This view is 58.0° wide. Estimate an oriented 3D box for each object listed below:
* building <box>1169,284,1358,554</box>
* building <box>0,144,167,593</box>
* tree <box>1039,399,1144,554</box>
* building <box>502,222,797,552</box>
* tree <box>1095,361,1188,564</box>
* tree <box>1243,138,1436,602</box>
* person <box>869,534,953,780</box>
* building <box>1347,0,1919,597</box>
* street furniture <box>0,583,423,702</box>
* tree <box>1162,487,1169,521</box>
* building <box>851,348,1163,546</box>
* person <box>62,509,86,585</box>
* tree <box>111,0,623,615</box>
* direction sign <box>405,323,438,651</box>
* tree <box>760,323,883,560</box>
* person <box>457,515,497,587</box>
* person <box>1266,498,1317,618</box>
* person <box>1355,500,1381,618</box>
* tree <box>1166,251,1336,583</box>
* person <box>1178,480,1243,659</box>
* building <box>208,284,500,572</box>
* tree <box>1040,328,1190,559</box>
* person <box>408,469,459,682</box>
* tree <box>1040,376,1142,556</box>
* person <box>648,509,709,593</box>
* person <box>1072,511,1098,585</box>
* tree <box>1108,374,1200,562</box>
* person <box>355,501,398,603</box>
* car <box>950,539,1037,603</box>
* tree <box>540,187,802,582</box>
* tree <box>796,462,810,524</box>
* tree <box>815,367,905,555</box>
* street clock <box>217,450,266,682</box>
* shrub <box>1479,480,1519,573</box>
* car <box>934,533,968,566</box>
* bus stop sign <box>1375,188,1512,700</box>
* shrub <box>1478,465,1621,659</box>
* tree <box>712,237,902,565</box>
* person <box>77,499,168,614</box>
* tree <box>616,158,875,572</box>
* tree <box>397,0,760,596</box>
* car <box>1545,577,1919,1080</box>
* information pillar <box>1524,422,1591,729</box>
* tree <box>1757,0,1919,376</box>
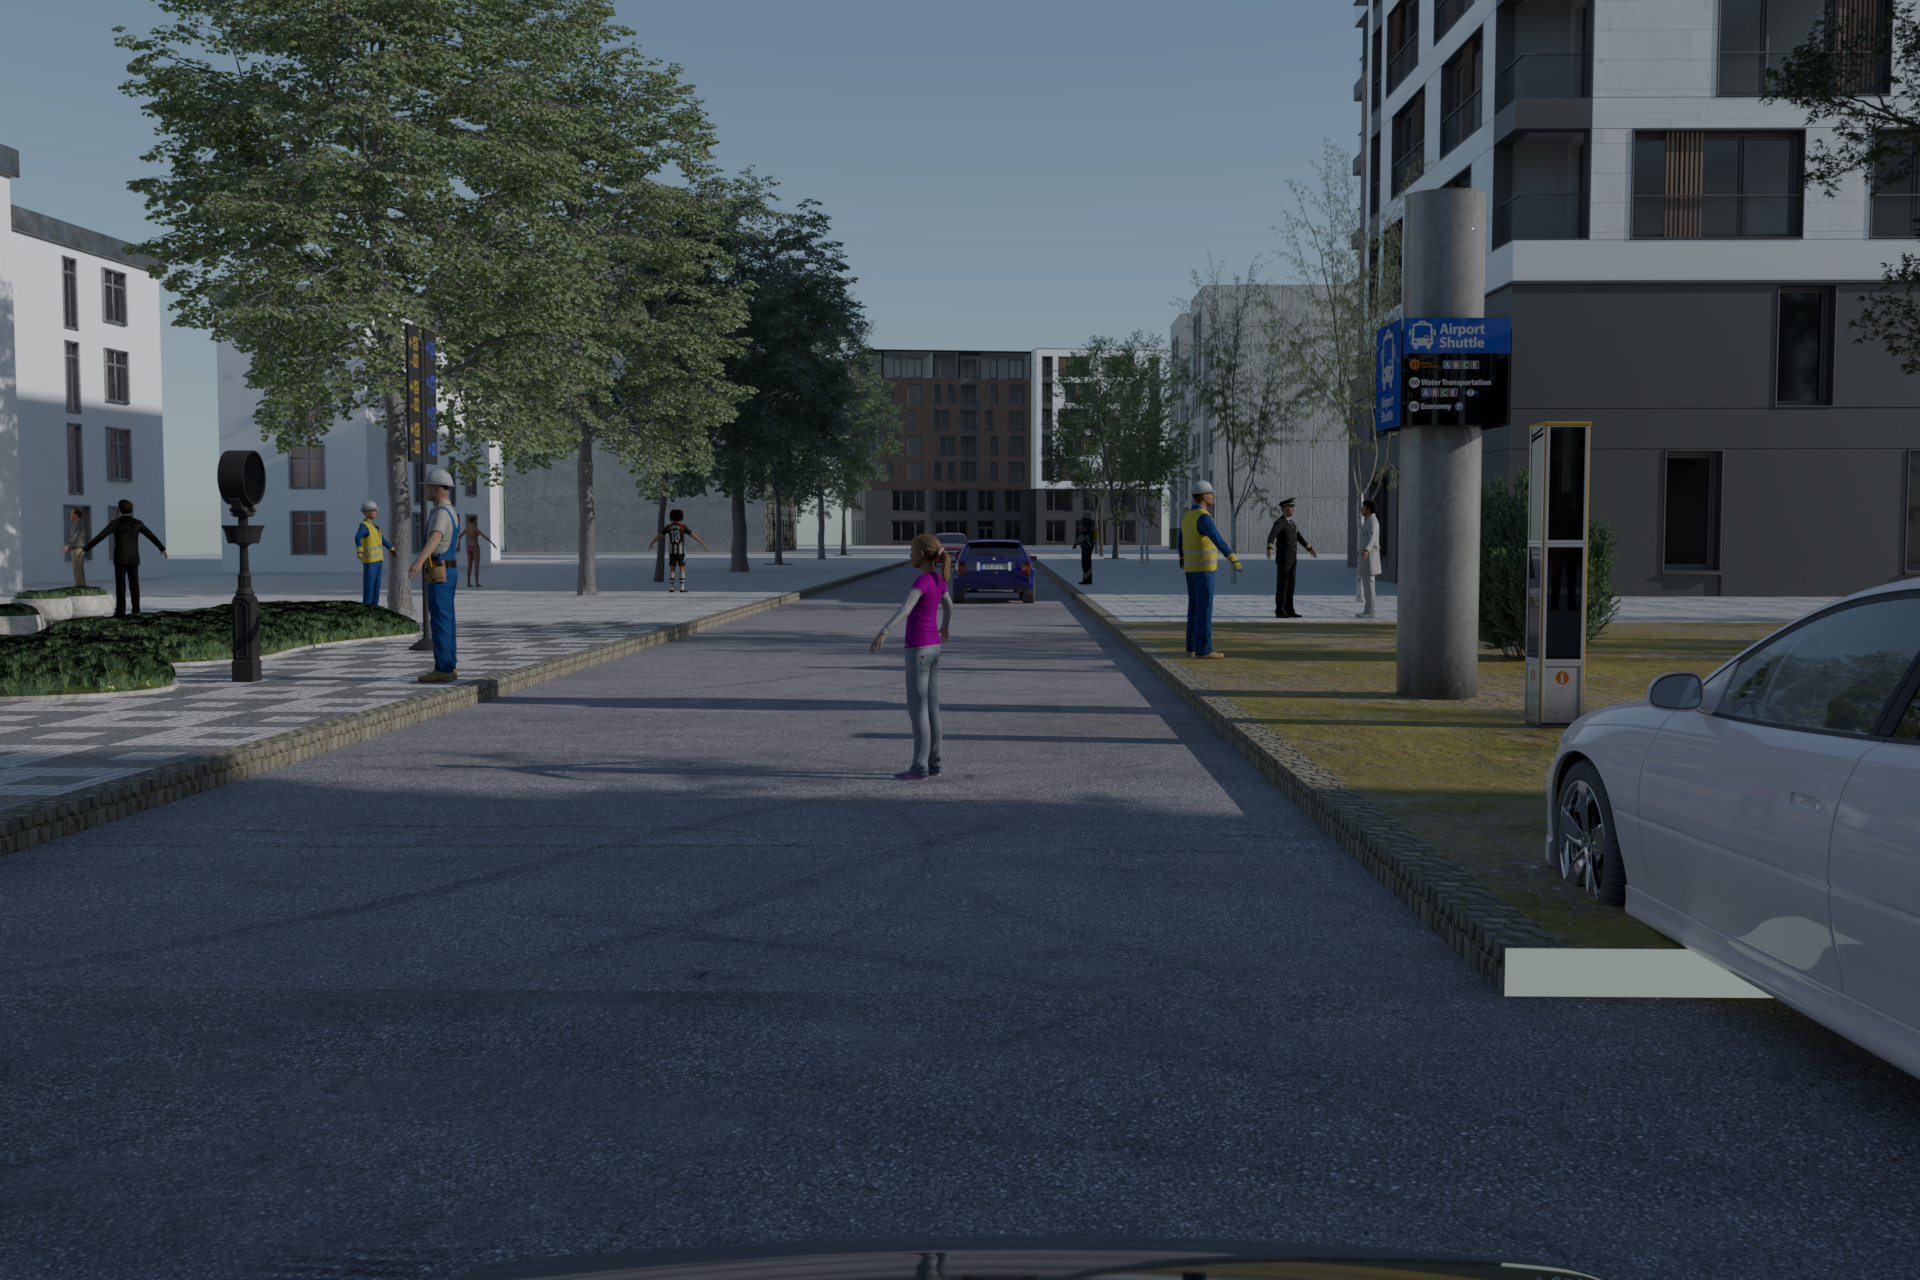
[{"bbox_3d":[25.847,-16.203,131.383,16.747,18.905,31.486,0,4,1],"label":"building"},{"bbox_3d":[-25.098,-5.873,38.171,9.099,9.664,28.070,0,4,2],"label":"building"},{"bbox_3d":[8.841,-10.758,110.302,8.767,10.594,7.601,1,4,15],"label":"tree"},{"bbox_3d":[-22.577,-18.281,129.823,19.493,23.208,18.063,0,4,1],"label":"building"},{"bbox_3d":[7.801,-7.582,74.335,4.737,8.622,4.395,0,3,0],"label":"tree"},{"bbox_3d":[7.674,-5.025,32.518,4.360,8.622,3.978,0,3,0],"label":"tree"},{"bbox_3d":[-0.269,0.094,10.191,0.599,1.433,0.991,2,4,24],"label":"person"},{"bbox_3d":[25.393,-12.650,50.810,27.936,21.610,32.646,0,4,1],"label":"building"},{"bbox_3d":[-9.211,-0.152,18.114,5.734,0.657,10.072,0,4,1],"label":"street furniture"},{"bbox_3d":[25.381,-15.398,202.118,4.737,8.622,4.395,0,3,0],"label":"tree"},{"bbox_3d":[4.332,-21.766,202.311,32.646,21.610,27.936,0,4,-7],"label":"building"},{"bbox_3d":[-18.101,-1.787,35.481,0.705,1.796,1.348,-1,4,-14],"label":"person"},{"bbox_3d":[-9.275,-6.657,26.963,7.486,12.596,7.792,0,3,0],"label":"tree"},{"bbox_3d":[-5.922,-1.659,19.118,0.379,3.537,0.876,0,4,2],"label":"direction sign"},{"bbox_3d":[-7.219,-10.317,86.805,7.486,12.596,7.792,0,3,0],"label":"tree"},{"bbox_3d":[-11.775,-2.157,42.066,1.217,1.733,0.721,1,4,23],"label":"person"},{"bbox_3d":[5.017,-1.257,26.480,0.705,1.837,1.347,3,5,42],"label":"person"},{"bbox_3d":[6.232,-1.245,26.535,0.705,1.806,1.347,1,4,10],"label":"person"},{"bbox_3d":[7.057,-5.831,45.692,4.360,8.622,3.978,0,3,0],"label":"tree"},{"bbox_3d":[2.519,-0.730,17.900,0.705,1.833,1.349,-1,4,-17],"label":"person"},{"bbox_3d":[-24.031,-7.967,72.404,9.099,9.664,28.070,0,4,2],"label":"building"},{"bbox_3d":[7.966,-9.959,88.584,9.928,11.665,9.643,0,3,0],"label":"tree"},{"bbox_3d":[-4.564,-0.567,15.132,0.705,1.847,1.347,0,4,-6],"label":"person"},{"bbox_3d":[7.919,-10.137,100.150,7.601,10.594,8.767,-2,4,-31],"label":"tree"},{"bbox_3d":[-6.187,-1.944,37.922,1.345,1.843,0.704,0,4,5],"label":"person"},{"bbox_3d":[3.197,-2.339,44.020,0.705,1.856,1.354,2,4,24],"label":"person"},{"bbox_3d":[8.956,-7.956,80.438,4.737,8.622,4.395,0,3,0],"label":"tree"},{"bbox_3d":[-8.574,-1.162,25.456,0.721,1.772,1.216,0,4,6],"label":"person"},{"bbox_3d":[0.703,-1.506,37.207,1.945,1.354,3.894,0,4,0],"label":"car"},{"bbox_3d":[-7.723,-6.831,46.103,7.601,10.594,8.767,0,4,-8],"label":"tree"},{"bbox_3d":[-21.302,-17.811,197.863,9.857,13.997,8.962,0,3,0],"label":"tree"},{"bbox_3d":[-6.858,-10.894,103.878,9.928,11.665,9.643,0,3,0],"label":"tree"},{"bbox_3d":[-6.204,-0.639,15.011,0.358,2.002,0.471,0,4,1],"label":"street clock"},{"bbox_3d":[7.172,-1.179,23.703,1.690,2.028,1.600,0,3,0],"label":"shrub"},{"bbox_3d":[-0.428,-4.114,76.297,2.155,1.783,4.494,0,4,2],"label":"car"},{"bbox_3d":[3.761,-1.501,13.563,0.837,3.901,0.837,0,4,0],"label":"bus stop sign"},{"bbox_3d":[5.947,-0.843,17.831,1.661,2.075,1.752,0,3,0],"label":"shrub"},{"bbox_3d":[-7.560,-9.875,71.834,12.009,13.543,11.850,0,3,0],"label":"tree"},{"bbox_3d":[-12.646,-1.227,26.244,0.705,1.806,1.347,3,5,41],"label":"person"},{"bbox_3d":[-7.551,-9.280,58.380,9.857,13.997,8.962,0,3,0],"label":"tree"},{"bbox_3d":[-8.230,-7.209,36.000,7.486,12.596,7.792,0,3,0],"label":"tree"},{"bbox_3d":[3.133,0.466,4.748,2.083,1.381,4.827,0,4,1],"label":"car"},{"bbox_3d":[3.962,-0.429,11.500,0.304,2.012,0.304,0,4,-1],"label":"information pillar"},{"bbox_3d":[14.125,-5.238,20.048,8.767,10.594,7.601,-1,4,-9],"label":"tree"}]
